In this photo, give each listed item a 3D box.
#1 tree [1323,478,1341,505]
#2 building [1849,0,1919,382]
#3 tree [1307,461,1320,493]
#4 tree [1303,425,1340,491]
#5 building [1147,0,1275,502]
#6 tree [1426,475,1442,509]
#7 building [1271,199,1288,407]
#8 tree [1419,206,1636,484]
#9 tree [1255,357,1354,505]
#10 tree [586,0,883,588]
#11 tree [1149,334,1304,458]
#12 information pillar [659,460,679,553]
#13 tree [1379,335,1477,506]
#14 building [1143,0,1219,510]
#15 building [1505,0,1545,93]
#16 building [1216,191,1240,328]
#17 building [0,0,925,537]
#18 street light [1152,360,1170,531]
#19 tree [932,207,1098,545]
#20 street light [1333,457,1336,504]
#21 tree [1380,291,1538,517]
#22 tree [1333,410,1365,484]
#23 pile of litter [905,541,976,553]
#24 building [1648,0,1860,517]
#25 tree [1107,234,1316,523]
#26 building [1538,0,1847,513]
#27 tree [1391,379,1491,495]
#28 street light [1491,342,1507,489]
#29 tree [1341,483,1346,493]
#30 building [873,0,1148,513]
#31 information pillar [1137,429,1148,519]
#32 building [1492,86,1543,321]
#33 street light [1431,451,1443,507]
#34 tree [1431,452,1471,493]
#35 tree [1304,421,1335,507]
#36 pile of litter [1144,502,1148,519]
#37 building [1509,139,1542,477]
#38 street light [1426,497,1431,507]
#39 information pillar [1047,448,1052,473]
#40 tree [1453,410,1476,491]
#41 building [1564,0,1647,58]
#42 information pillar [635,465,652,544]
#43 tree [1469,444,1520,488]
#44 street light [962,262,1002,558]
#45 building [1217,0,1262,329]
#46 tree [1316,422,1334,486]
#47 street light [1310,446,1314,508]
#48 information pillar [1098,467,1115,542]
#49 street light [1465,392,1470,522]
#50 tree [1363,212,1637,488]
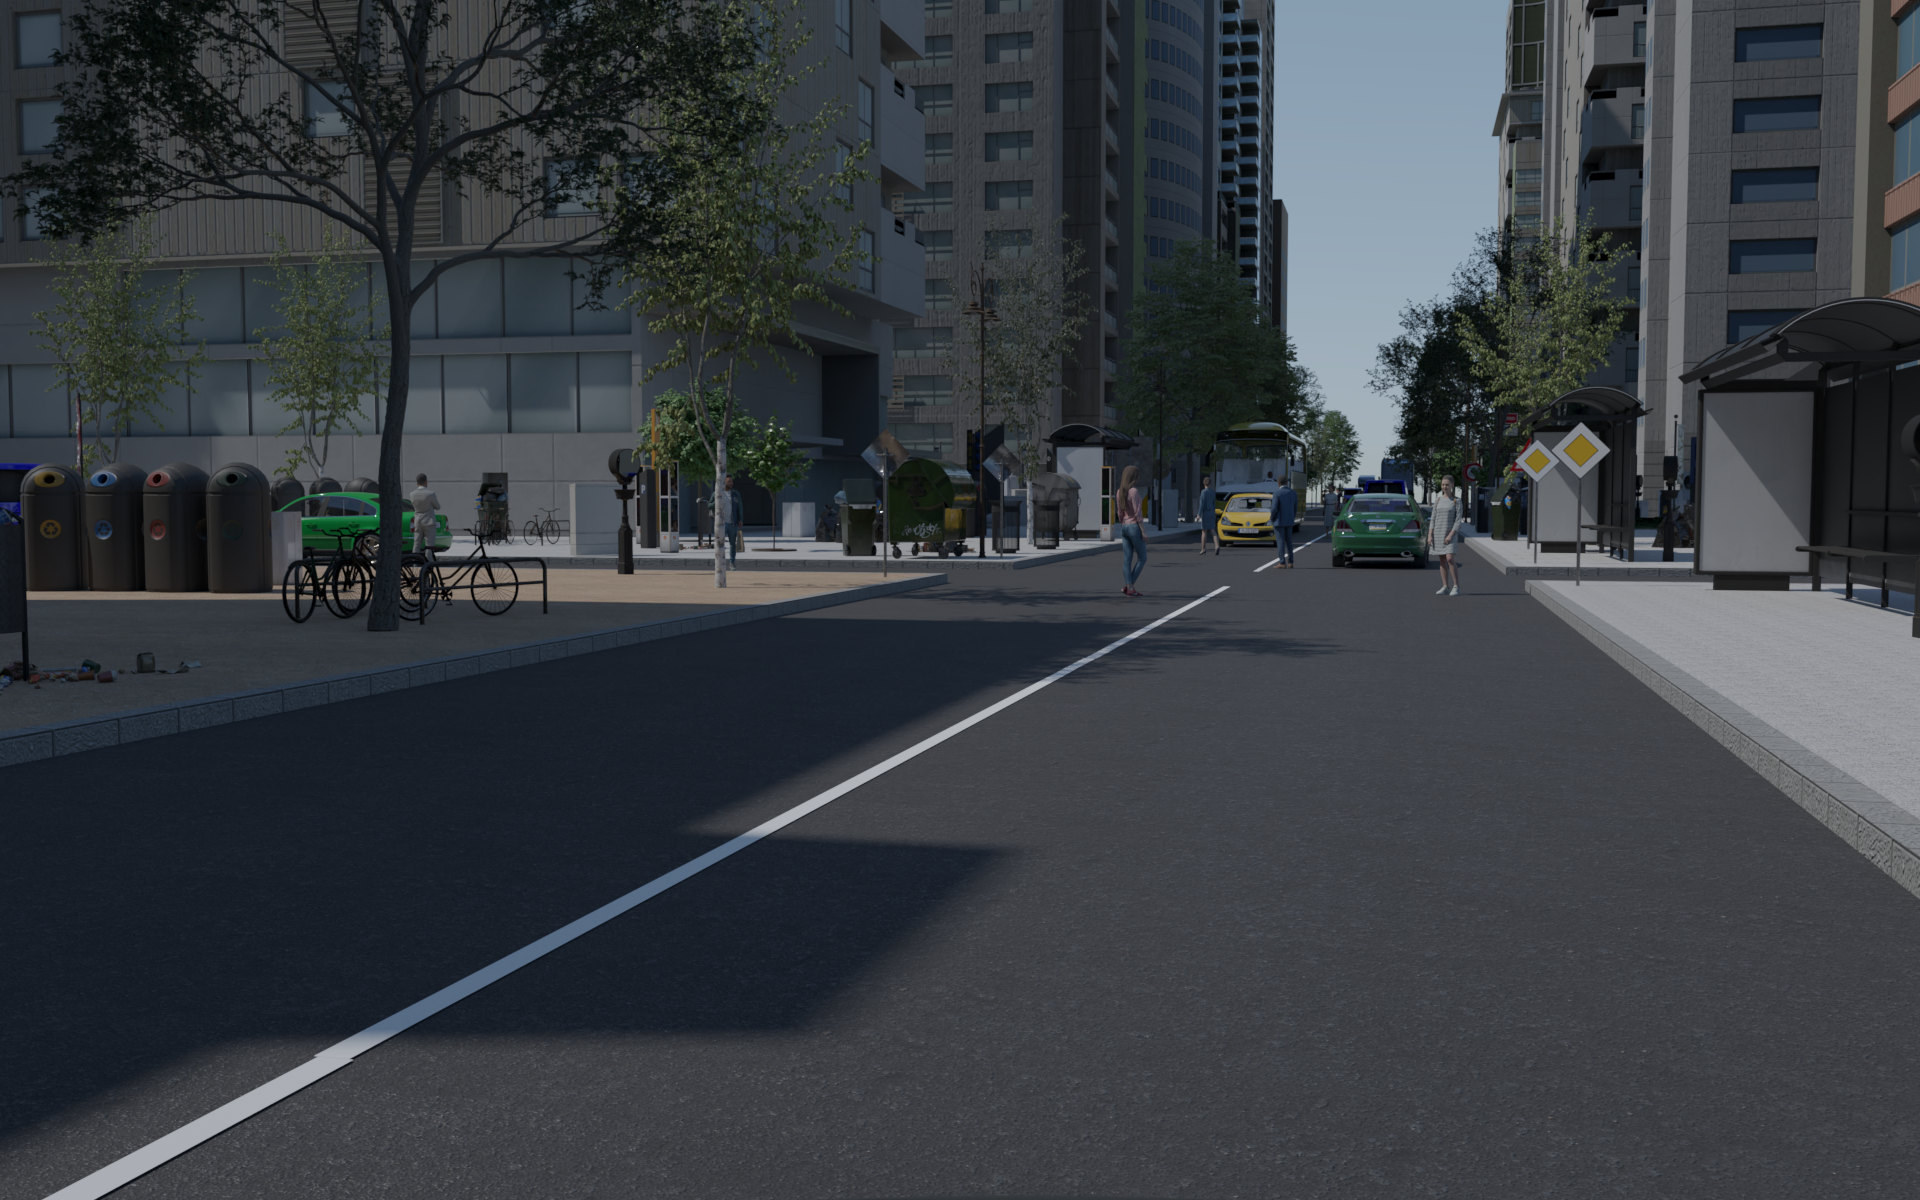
[{"bbox_3d":[44.785,-13.158,209.733,1.663,3.219,1.824,0,3,0],"label":"tree"},{"bbox_3d":[37.655,-23.778,43.396,28.867,44.769,22.147,1,4,14],"label":"building"},{"bbox_3d":[28.352,-9.868,145.052,4.285,4.588,4.351,0,3,0],"label":"tree"},{"bbox_3d":[37.595,-14.151,181.731,4.737,8.622,4.395,0,3,0],"label":"tree"},{"bbox_3d":[34.793,-49.018,239.689,20.563,71.187,20.611,1,4,14],"label":"building"},{"bbox_3d":[40.656,-9.378,147.927,1.663,3.219,1.824,0,3,0],"label":"tree"},{"bbox_3d":[40.992,-37.108,256.830,14.600,45.320,14.200,1,4,14],"label":"building"},{"bbox_3d":[15.165,-5.757,44.497,4.737,8.622,4.395,0,3,0],"label":"tree"},{"bbox_3d":[23.700,-12.415,128.747,9.928,11.665,9.643,0,3,0],"label":"tree"},{"bbox_3d":[-3.213,-4.487,23.731,4.737,8.622,4.395,0,3,0],"label":"tree"},{"bbox_3d":[14.527,-9.707,93.115,8.767,10.594,7.601,-1,4,-21],"label":"tree"},{"bbox_3d":[-6.329,-2.031,37.695,0.304,2.012,0.304,2,4,33],"label":"information pillar"},{"bbox_3d":[52.507,-20.300,187.799,12.611,20.169,13.585,0,3,0],"label":"tree"},{"bbox_3d":[9.498,-36.857,144.615,21.231,58.520,28.212,1,4,14],"label":"building"},{"bbox_3d":[85.024,-49.239,243.308,20.563,71.187,20.611,1,4,14],"label":"building"},{"bbox_3d":[18.958,-24.082,165.449,14.160,30.474,14.107,1,4,14],"label":"building"},{"bbox_3d":[-17.085,-29.057,64.314,28.713,52.752,27.495,1,4,14],"label":"building"},{"bbox_3d":[6.969,-5.341,60.111,0.468,5.910,1.993,1,4,14],"label":"street light"},{"bbox_3d":[1.555,-5.709,43.700,4.360,8.622,3.978,0,3,0],"label":"tree"},{"bbox_3d":[46.639,-14.832,215.292,0.468,5.910,1.993,1,4,14],"label":"street light"},{"bbox_3d":[28.251,-10.960,96.212,9.611,12.733,9.660,0,3,0],"label":"tree"},{"bbox_3d":[50.595,-19.250,232.857,7.486,12.596,7.792,0,3,0],"label":"tree"},{"bbox_3d":[-0.404,-1.485,38.248,1.176,0.858,1.719,-3,4,-38],"label":"pile of litter"},{"bbox_3d":[45.157,-33.218,85.120,21.231,58.520,28.212,1,4,14],"label":"building"},{"bbox_3d":[10.521,-9.659,76.059,7.486,12.596,7.792,0,3,0],"label":"tree"},{"bbox_3d":[61.842,-37.262,151.228,21.231,58.520,28.212,1,4,14],"label":"building"},{"bbox_3d":[45.706,-15.485,163.547,12.009,13.543,11.850,0,3,0],"label":"tree"},{"bbox_3d":[16.382,-4.884,52.649,0.468,5.910,1.993,1,4,14],"label":"street light"},{"bbox_3d":[55.274,-15.747,252.067,1.663,3.219,1.824,0,3,0],"label":"tree"},{"bbox_3d":[2.503,-25.280,96.916,14.154,41.232,14.086,1,4,14],"label":"building"},{"bbox_3d":[6.549,-4.336,62.242,0.504,3.616,0.183,-3,5,-43],"label":"information pillar"},{"bbox_3d":[82.585,-38.541,219.390,28.713,52.752,27.495,1,4,14],"label":"building"},{"bbox_3d":[41.820,-10.959,151.968,0.468,5.910,1.993,1,4,14],"label":"street light"},{"bbox_3d":[30.805,-7.568,107.450,4.285,4.588,4.351,0,3,0],"label":"tree"},{"bbox_3d":[35.741,-13.695,174.270,4.360,8.622,3.978,0,3,0],"label":"tree"},{"bbox_3d":[9.762,-4.674,90.387,1.719,0.858,1.176,1,4,12],"label":"pile of litter"},{"bbox_3d":[71.093,-31.652,201.111,14.154,41.232,14.086,1,4,14],"label":"building"},{"bbox_3d":[48.403,-12.539,177.795,0.468,5.910,1.993,1,4,14],"label":"street light"},{"bbox_3d":[4.558,-5.864,87.225,0.504,3.616,0.183,3,5,41],"label":"information pillar"},{"bbox_3d":[38.917,-11.328,135.573,4.360,8.622,3.978,0,3,0],"label":"tree"},{"bbox_3d":[58.184,-32.685,123.644,28.713,52.752,27.495,1,4,14],"label":"building"},{"bbox_3d":[-8.105,-2.440,44.393,0.304,2.012,0.304,2,4,29],"label":"information pillar"},{"bbox_3d":[20.035,-4.346,65.659,1.663,3.219,1.824,0,3,0],"label":"tree"},{"bbox_3d":[0.447,-3.784,34.655,0.468,5.910,1.993,1,4,14],"label":"street light"},{"bbox_3d":[26.905,-55.119,213.864,22.319,86.520,31.000,1,4,14],"label":"building"},{"bbox_3d":[17.302,-11.323,103.257,7.486,12.596,7.792,0,3,0],"label":"tree"},{"bbox_3d":[32.750,-11.513,161.020,0.468,5.910,1.993,1,4,14],"label":"street light"},{"bbox_3d":[3.982,-2.579,46.658,0.304,2.012,0.304,2,4,29],"label":"information pillar"},{"bbox_3d":[22.880,-6.445,78.158,0.468,5.910,1.993,1,4,14],"label":"street light"},{"bbox_3d":[17.889,-7.577,58.295,8.767,10.594,7.601,0,4,4],"label":"tree"}]
